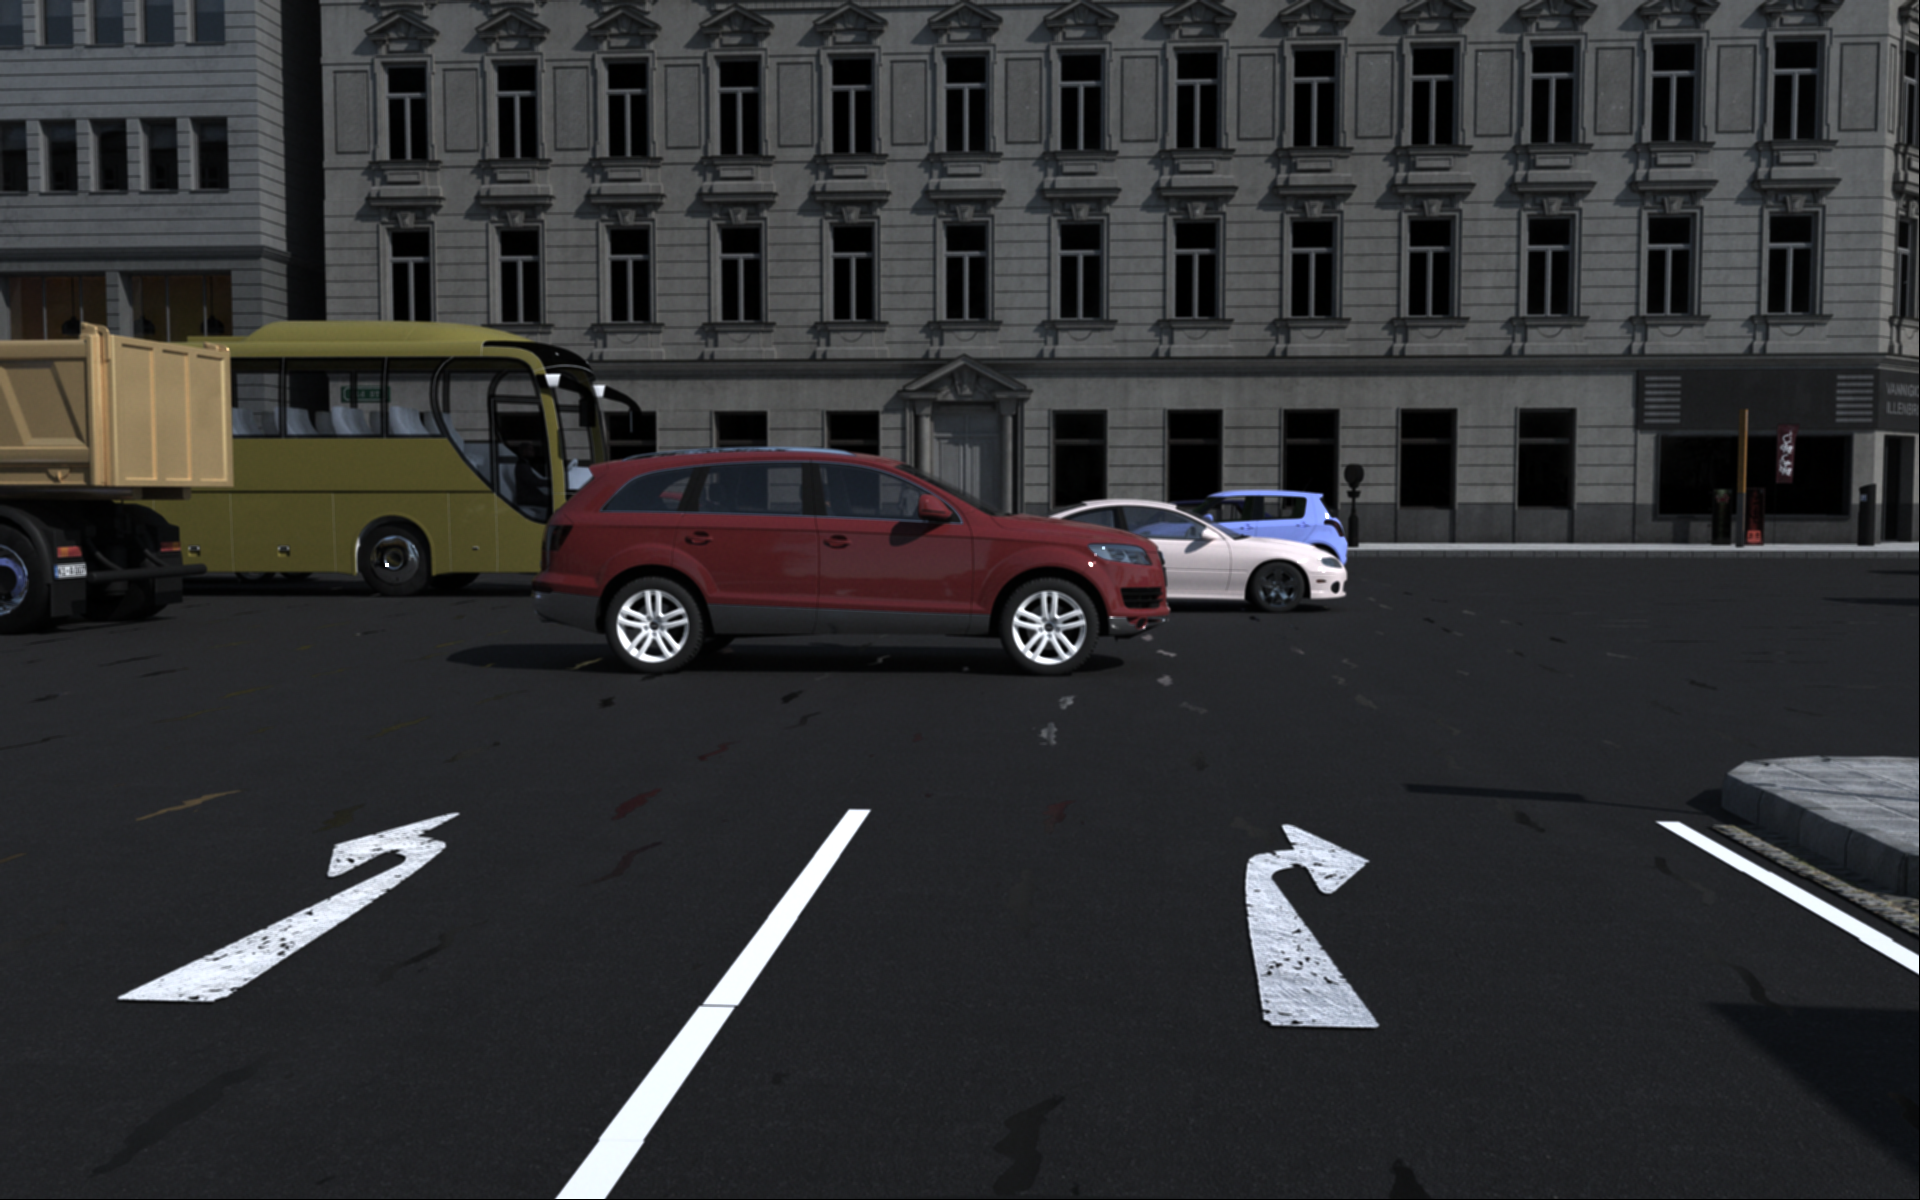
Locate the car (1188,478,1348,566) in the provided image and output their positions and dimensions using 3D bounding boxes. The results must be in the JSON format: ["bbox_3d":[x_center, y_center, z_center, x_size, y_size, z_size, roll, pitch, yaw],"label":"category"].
[{"bbox_3d":[4.445,-1.148,28.369,3.694,1.707,1.945,0,4,3],"label":"car"}]

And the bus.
[{"bbox_3d":[-11.019,-2.061,25.249,12.252,3.916,2.896,0,4,3],"label":"bus"}]

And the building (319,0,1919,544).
[{"bbox_3d":[4.783,-16.896,52.670,44.131,29.872,17.030,0,4,4],"label":"building"}]

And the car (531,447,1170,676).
[{"bbox_3d":[-0.892,-0.364,14.618,5.304,1.827,2.281,0,4,3],"label":"car"}]

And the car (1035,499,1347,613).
[{"bbox_3d":[2.419,-0.577,21.799,4.827,1.381,2.083,0,4,3],"label":"car"}]

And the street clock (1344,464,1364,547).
[{"bbox_3d":[9.526,-2.284,41.916,0.358,2.002,0.471,-2,4,-27],"label":"street clock"}]

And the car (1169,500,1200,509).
[{"bbox_3d":[4.278,-1.255,33.102,3.894,1.354,1.945,0,4,6],"label":"car"}]

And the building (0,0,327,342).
[{"bbox_3d":[-33.039,-16.818,52.473,29.804,29.767,11.434,0,4,4],"label":"building"}]

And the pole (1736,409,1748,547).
[{"bbox_3d":[18.821,-2.927,41.692,0.158,3.312,0.155,0,3,0],"label":"pole"}]

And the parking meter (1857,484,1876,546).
[{"bbox_3d":[22.538,-2.118,43.047,0.372,1.533,0.369,0,3,0],"label":"parking meter"}]

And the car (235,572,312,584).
[{"bbox_3d":[-12.710,-1.195,28.575,4.494,1.783,2.155,0,4,3],"label":"car"}]

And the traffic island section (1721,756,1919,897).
[{"bbox_3d":[4.412,0.936,6.980,2.009,0.180,2.903,0,4,4],"label":"traffic island section"}]

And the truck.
[{"bbox_3d":[-13.230,-1.416,19.074,9.791,3.379,3.469,0,4,6],"label":"truck"}]

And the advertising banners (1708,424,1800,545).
[{"bbox_3d":[19.830,-2.880,43.279,2.074,3.025,0.090,1,4,11],"label":"advertising banners"}]
